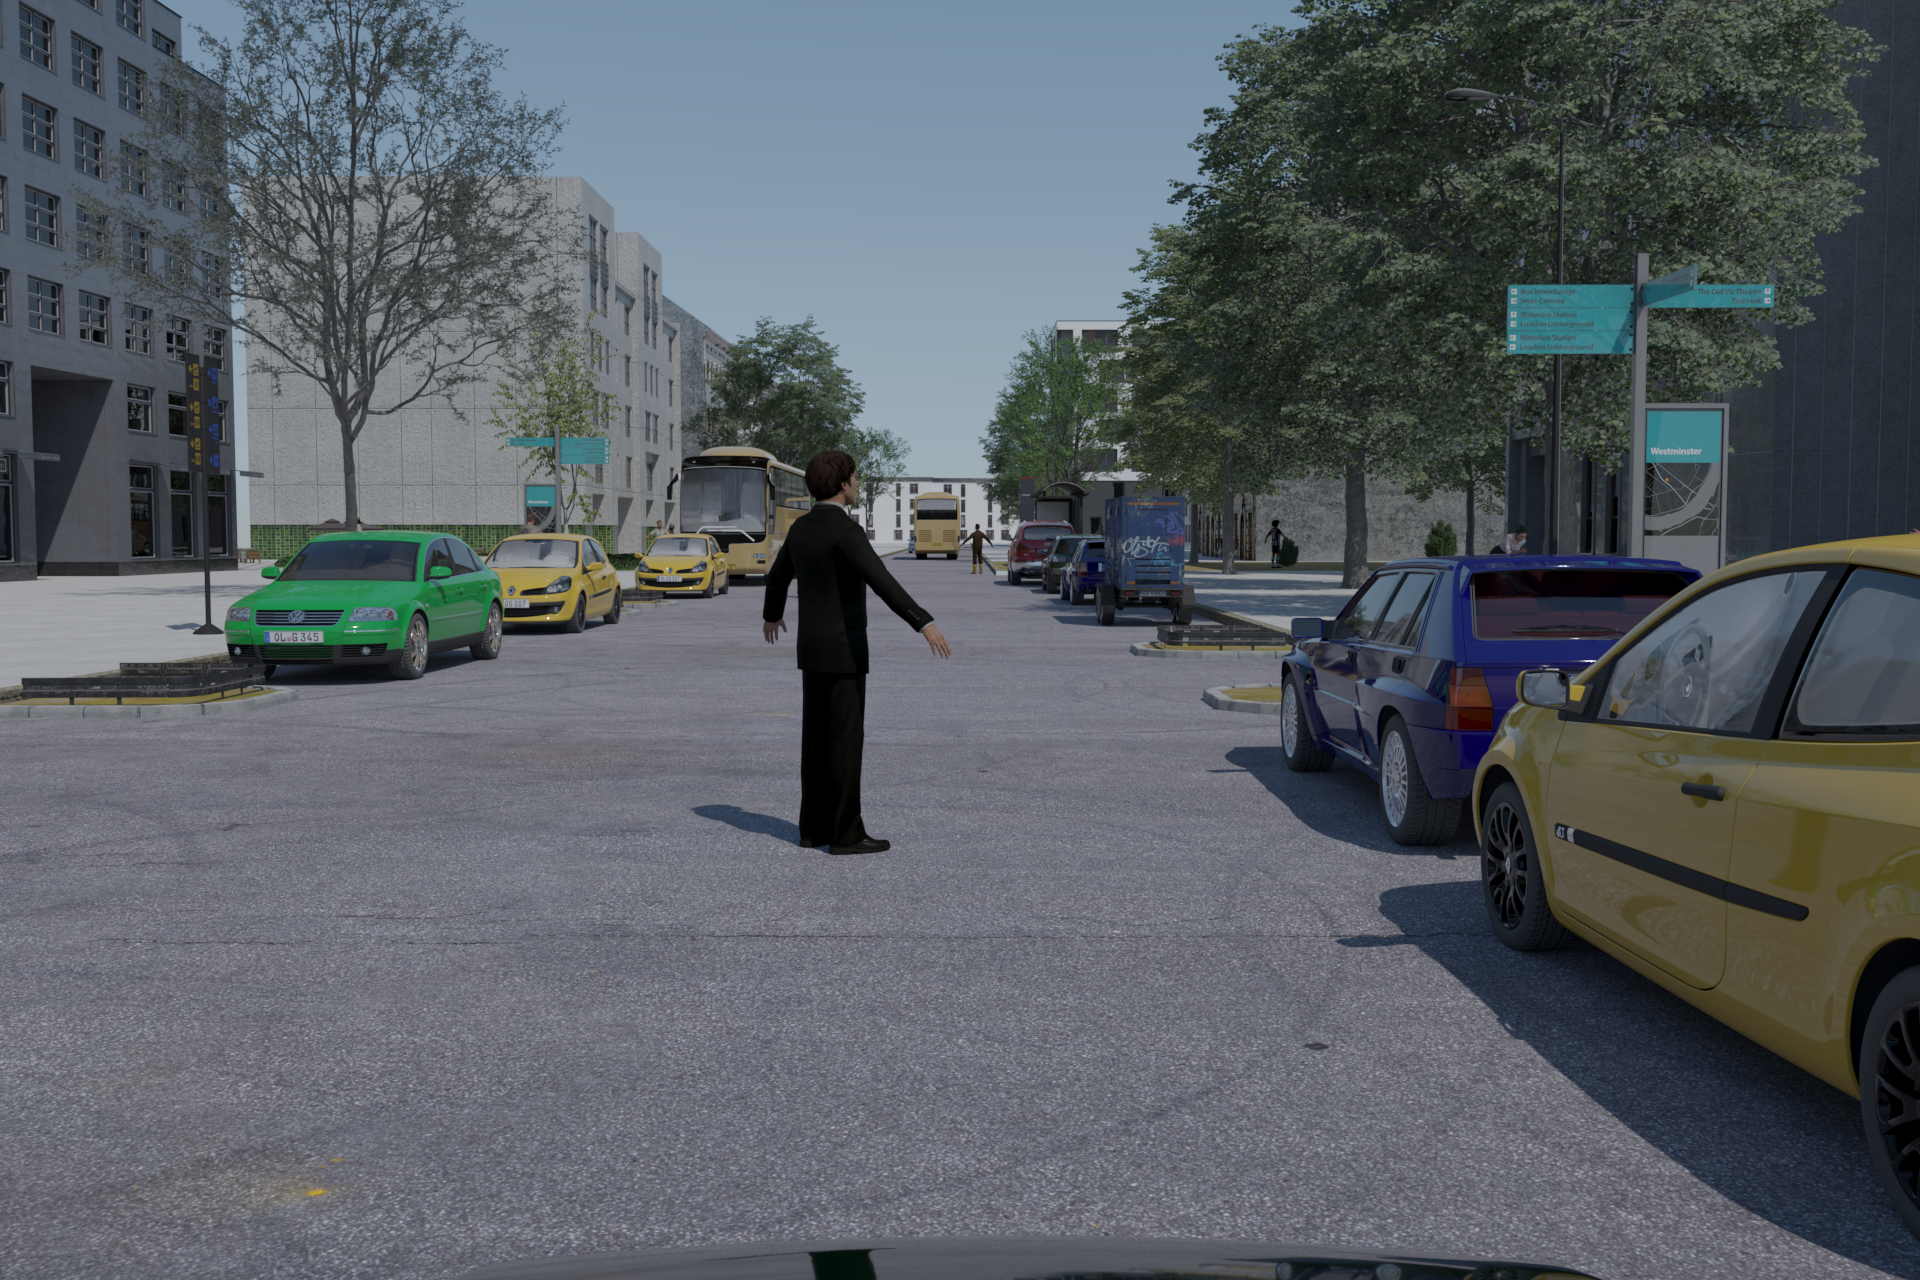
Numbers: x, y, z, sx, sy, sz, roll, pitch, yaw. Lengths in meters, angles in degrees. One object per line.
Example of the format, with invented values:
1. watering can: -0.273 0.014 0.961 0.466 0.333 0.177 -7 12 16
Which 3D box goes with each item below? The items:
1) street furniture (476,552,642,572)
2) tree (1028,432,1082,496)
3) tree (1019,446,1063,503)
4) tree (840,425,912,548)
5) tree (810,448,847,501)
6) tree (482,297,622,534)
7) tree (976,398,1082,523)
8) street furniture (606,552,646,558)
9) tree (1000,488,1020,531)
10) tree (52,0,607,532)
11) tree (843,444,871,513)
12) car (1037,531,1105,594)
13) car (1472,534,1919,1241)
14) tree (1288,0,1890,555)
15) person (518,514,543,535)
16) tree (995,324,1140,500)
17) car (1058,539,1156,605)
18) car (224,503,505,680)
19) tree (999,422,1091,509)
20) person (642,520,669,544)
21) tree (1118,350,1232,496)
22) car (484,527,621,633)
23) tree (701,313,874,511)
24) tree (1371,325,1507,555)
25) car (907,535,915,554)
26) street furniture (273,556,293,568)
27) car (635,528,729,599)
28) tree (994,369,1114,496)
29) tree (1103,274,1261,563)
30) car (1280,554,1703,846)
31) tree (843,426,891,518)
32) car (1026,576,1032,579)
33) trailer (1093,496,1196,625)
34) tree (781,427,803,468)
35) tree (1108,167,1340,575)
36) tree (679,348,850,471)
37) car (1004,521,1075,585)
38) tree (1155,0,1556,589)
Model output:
1. street furniture: -12.474 -2.830 61.903 10.072 0.657 5.734 0 4 2
2. tree: 5.707 -10.238 117.757 4.360 8.622 3.978 0 3 0
3. tree: 6.187 -11.732 142.174 4.360 8.622 3.978 0 3 0
4. tree: -8.681 -14.601 164.486 9.928 11.665 9.643 0 3 0
5. tree: -10.040 -10.119 115.812 4.360 8.622 3.978 0 3 0
6. tree: -12.280 -6.294 53.267 4.737 8.622 4.395 0 3 0
7. tree: 6.090 -14.981 151.596 9.857 13.997 8.962 0 3 0
8. street furniture: -15.487 -3.500 72.848 5.734 0.657 10.072 1 4 10
9. tree: 5.608 -13.247 166.945 4.737 8.622 4.395 0 3 0
10. tree: -12.276 -7.601 34.648 12.009 13.543 11.850 0 3 0
11. tree: -8.983 -10.896 128.517 4.737 8.622 4.395 0 3 0
12. car: 2.935 -2.022 42.848 2.009 1.686 4.222 0 4 0
13. car: 2.739 0.331 4.817 2.015 1.641 3.980 0 4 -1
14. tree: 9.366 -7.332 26.528 9.857 13.997 8.962 0 3 0
15. person: -10.354 -2.151 41.749 0.617 1.759 0.750 -1 4 -12
16. tree: 5.638 -9.793 85.869 9.928 11.665 9.643 0 3 0
17. car: 3.060 -1.448 36.255 1.945 1.354 3.894 0 4 -1
18. car: -6.195 -0.589 18.429 1.959 1.807 4.718 0 4 0
19. tree: 6.731 -12.131 132.760 8.767 10.594 7.601 3 5 45
20. person: -9.867 -3.073 57.012 1.217 1.739 0.721 -1 4 -14
21. tree: 7.836 -6.887 62.961 4.737 8.622 4.395 0 3 0
22. car: -6.301 -0.978 26.222 2.015 1.641 3.980 0 4 0
23. tree: -9.845 -11.767 99.052 9.857 13.997 8.962 0 3 0
24. tree: 20.538 -9.338 70.811 7.486 12.596 7.792 0 3 0
25. car: -2.931 -7.163 129.111 2.014 1.417 4.499 0 4 0
26. street furniture: -22.865 -3.189 67.770 5.734 0.657 10.072 1 4 10
27. car: -6.350 -1.804 39.714 2.015 1.641 3.980 0 4 0
28. tree: 5.786 -10.944 104.684 9.928 11.665 9.643 0 3 0
29. tree: 10.185 -9.647 75.850 7.486 12.596 7.792 0 3 0
30. car: 2.848 0.200 9.307 1.945 1.354 3.894 0 4 0
31. tree: -9.193 -12.611 140.596 7.601 10.594 8.767 -3 5 -42
32. car: 2.940 -2.849 56.810 2.015 1.641 3.980 0 4 0
33. trailer: 2.905 -1.295 28.217 1.471 1.999 3.904 0 4 -1
34. tree: -9.599 -9.664 108.373 4.737 8.622 4.395 0 3 0
35. tree: 8.315 -8.306 53.923 7.486 12.596 7.792 0 3 0
36. tree: -9.637 -9.293 86.352 8.767 10.594 7.601 -1 4 -13
37. car: 2.429 -2.541 50.220 2.281 1.827 5.304 0 3 0
38. tree: 9.259 -8.170 40.242 9.857 13.997 8.962 0 3 0
